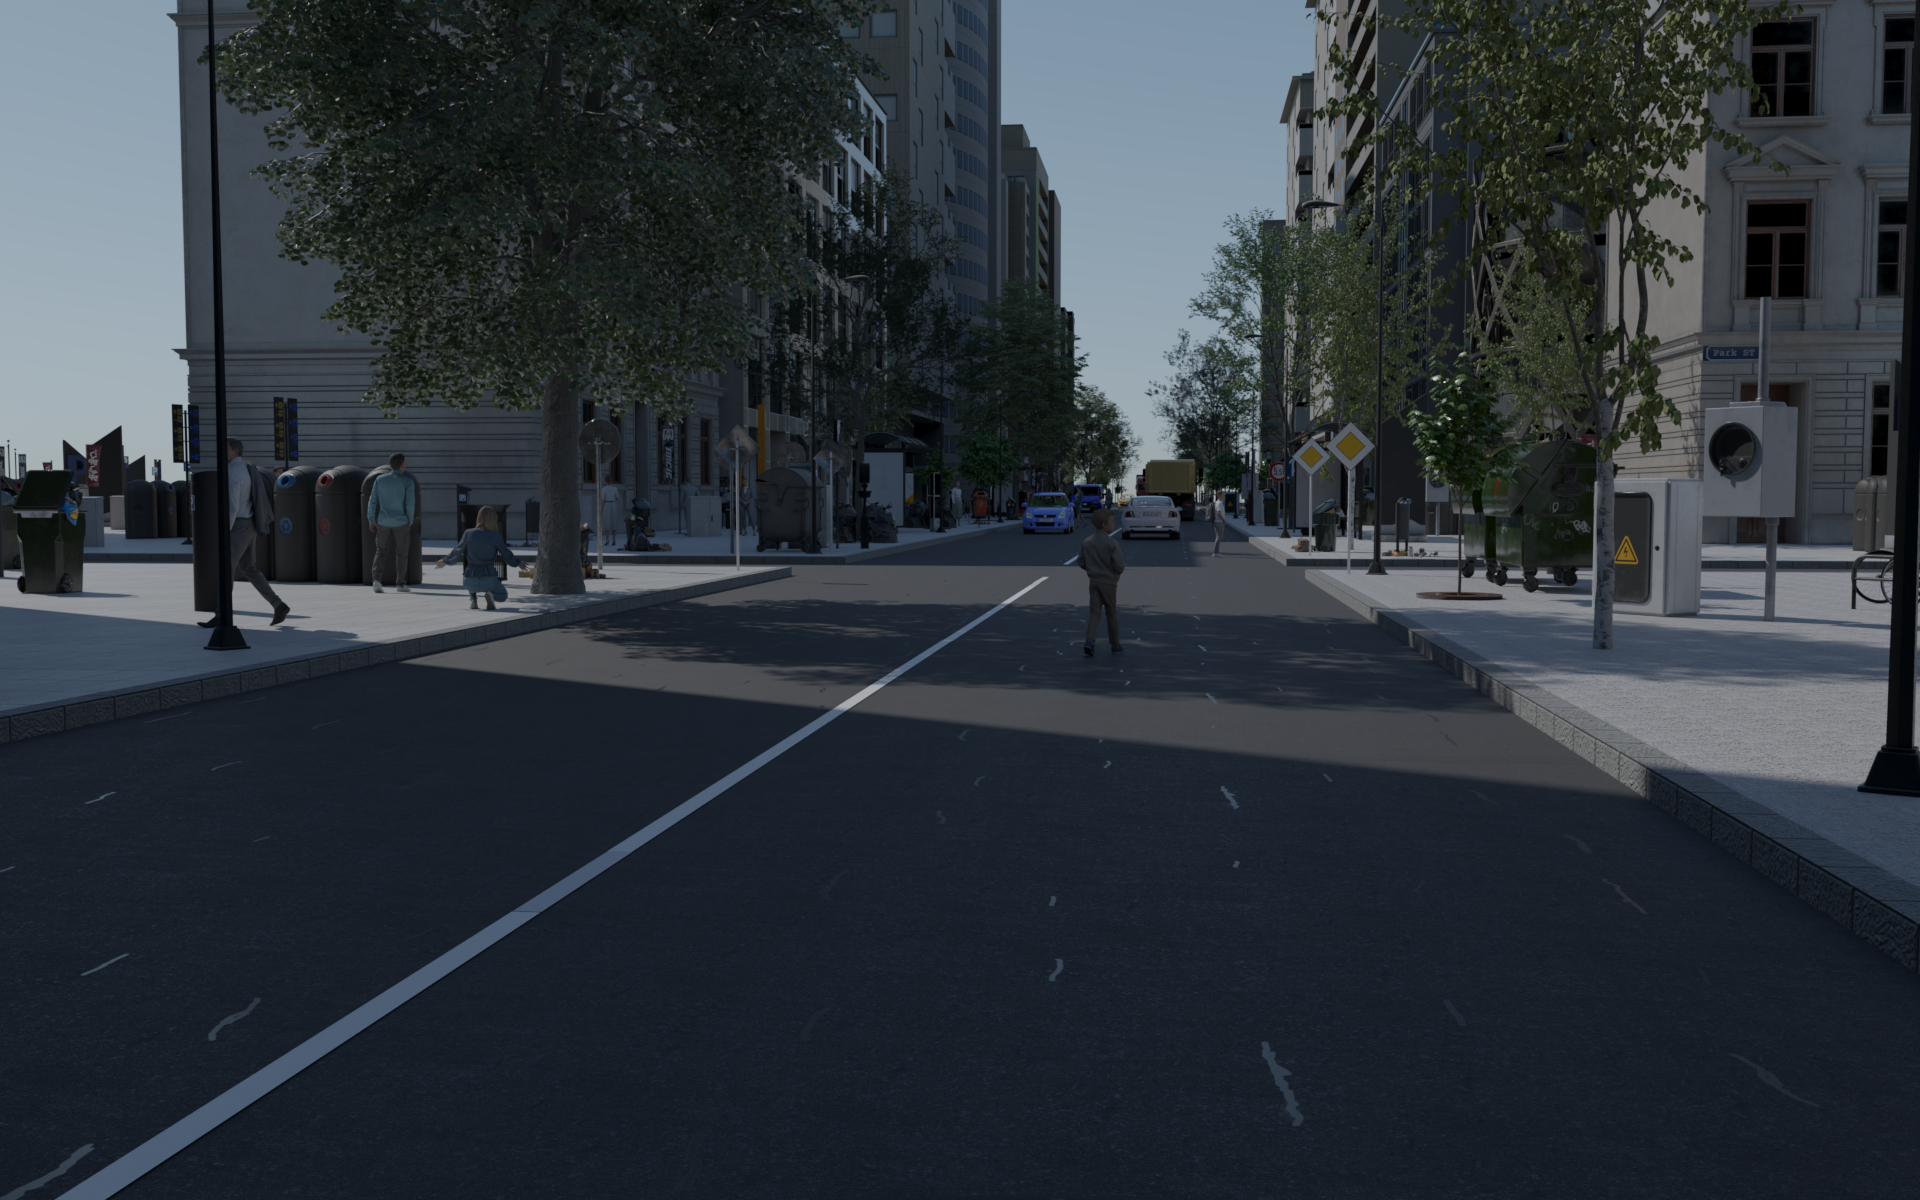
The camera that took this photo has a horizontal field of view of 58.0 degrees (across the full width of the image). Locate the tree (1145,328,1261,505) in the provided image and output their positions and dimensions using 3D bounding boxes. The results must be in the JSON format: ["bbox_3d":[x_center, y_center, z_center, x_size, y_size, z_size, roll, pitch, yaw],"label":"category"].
[{"bbox_3d":[27.521,-20.878,197.236,12.611,20.169,13.585,0,3,0],"label":"tree"}]

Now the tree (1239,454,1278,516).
[{"bbox_3d":[14.567,-5.381,82.574,1.663,3.219,1.824,0,3,0],"label":"tree"}]

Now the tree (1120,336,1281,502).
[{"bbox_3d":[19.986,-13.741,135.035,12.009,13.543,11.850,0,3,0],"label":"tree"}]

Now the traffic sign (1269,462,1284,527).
[{"bbox_3d":[12.597,-4.179,68.436,0.768,2.556,0.104,1,4,11],"label":"traffic sign"}]

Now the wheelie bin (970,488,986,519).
[{"bbox_3d":[0.964,-5.004,89.717,0.980,1.594,0.693,3,4,39],"label":"wheelie bin"}]

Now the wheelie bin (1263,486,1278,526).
[{"bbox_3d":[12.437,-3.753,69.269,0.693,1.594,0.980,0,4,6],"label":"wheelie bin"}]

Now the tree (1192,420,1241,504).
[{"bbox_3d":[23.633,-12.618,156.666,4.360,8.622,3.978,0,3,0],"label":"tree"}]

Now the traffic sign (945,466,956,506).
[{"bbox_3d":[-0.561,-4.835,79.157,0.768,2.556,0.104,1,4,13],"label":"traffic sign"}]

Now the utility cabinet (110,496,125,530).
[{"bbox_3d":[-29.917,-3.119,62.157,1.020,1.237,0.306,0,4,-4],"label":"utility cabinet"}]

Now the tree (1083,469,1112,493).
[{"bbox_3d":[15.033,-12.473,187.638,4.285,4.588,4.351,0,3,0],"label":"tree"}]

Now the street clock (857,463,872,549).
[{"bbox_3d":[-2.239,-2.207,40.661,0.358,2.002,0.471,0,4,-7],"label":"street clock"}]

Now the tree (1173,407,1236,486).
[{"bbox_3d":[34.315,-20.495,241.755,9.857,13.997,8.962,0,3,0],"label":"tree"}]

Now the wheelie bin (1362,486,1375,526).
[{"bbox_3d":[16.476,-3.809,70.178,0.693,1.594,0.980,-3,5,-45],"label":"wheelie bin"}]

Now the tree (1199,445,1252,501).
[{"bbox_3d":[17.841,-7.992,114.388,4.285,4.588,4.351,0,3,0],"label":"tree"}]

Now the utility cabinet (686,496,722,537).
[{"bbox_3d":[-7.678,-2.499,52.012,1.020,1.237,0.306,-2,4,-32],"label":"utility cabinet"}]

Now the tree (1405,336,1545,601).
[{"bbox_3d":[6.294,-1.630,21.254,1.663,3.219,1.824,0,3,0],"label":"tree"}]

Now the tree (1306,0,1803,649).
[{"bbox_3d":[5.105,-3.896,14.064,4.737,8.622,4.395,0,3,0],"label":"tree"}]

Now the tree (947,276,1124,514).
[{"bbox_3d":[3.331,-10.548,90.584,7.486,12.596,7.792,0,3,0],"label":"tree"}]

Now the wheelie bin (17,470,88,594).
[{"bbox_3d":[-11.840,-0.895,22.537,0.980,1.594,0.693,0,4,5],"label":"wheelie bin"}]

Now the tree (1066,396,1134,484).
[{"bbox_3d":[12.069,-13.916,161.946,8.767,10.594,7.601,0,4,4],"label":"tree"}]

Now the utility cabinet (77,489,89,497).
[{"bbox_3d":[-35.512,-3.782,70.514,1.173,1.500,0.318,-2,4,-27],"label":"utility cabinet"}]

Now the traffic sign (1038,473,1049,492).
[{"bbox_3d":[5.056,-6.476,105.980,0.768,2.556,0.104,1,4,11],"label":"traffic sign"}]

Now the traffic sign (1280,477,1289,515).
[{"bbox_3d":[14.545,-4.746,77.709,0.768,2.556,0.104,1,4,11],"label":"traffic sign"}]

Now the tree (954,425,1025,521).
[{"bbox_3d":[1.419,-6.044,82.526,4.285,4.588,4.351,0,3,0],"label":"tree"}]

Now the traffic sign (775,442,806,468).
[{"bbox_3d":[-4.127,-2.570,42.127,0.768,2.556,0.104,1,4,12],"label":"traffic sign"}]

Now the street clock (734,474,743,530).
[{"bbox_3d":[-7.835,-3.460,61.141,0.358,2.002,0.471,1,4,20],"label":"street clock"}]

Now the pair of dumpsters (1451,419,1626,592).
[{"bbox_3d":[8.082,-1.342,24.440,1.574,2.255,4.437,0,4,7],"label":"pair of dumpsters"}]

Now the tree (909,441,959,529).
[{"bbox_3d":[-0.737,-4.213,63.477,1.663,3.219,1.824,0,3,0],"label":"tree"}]

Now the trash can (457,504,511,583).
[{"bbox_3d":[-6.705,-0.782,24.435,0.748,1.137,0.748,0,3,0],"label":"trash can"}]

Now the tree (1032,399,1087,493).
[{"bbox_3d":[7.320,-10.861,127.939,4.360,8.622,3.978,0,3,0],"label":"tree"}]

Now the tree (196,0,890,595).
[{"bbox_3d":[-5.247,-7.060,22.089,9.857,13.997,8.962,0,3,0],"label":"tree"}]

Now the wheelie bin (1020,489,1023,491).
[{"bbox_3d":[3.916,-6.244,109.989,0.693,1.594,0.980,-1,4,-10],"label":"wheelie bin"}]

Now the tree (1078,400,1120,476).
[{"bbox_3d":[19.148,-19.234,224.845,12.009,13.543,11.850,0,3,0],"label":"tree"}]

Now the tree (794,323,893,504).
[{"bbox_3d":[-5.043,-7.551,73.818,4.360,8.622,3.978,0,3,0],"label":"tree"}]

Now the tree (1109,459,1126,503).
[{"bbox_3d":[23.336,-18.961,260.376,4.737,8.622,4.395,0,3,0],"label":"tree"}]

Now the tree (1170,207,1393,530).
[{"bbox_3d":[12.059,-8.386,62.864,9.928,11.665,9.643,0,3,0],"label":"tree"}]

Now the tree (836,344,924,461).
[{"bbox_3d":[-3.838,-8.044,81.886,4.737,8.622,4.395,0,3,0],"label":"tree"}]

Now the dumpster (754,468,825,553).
[{"bbox_3d":[-3.814,-2.012,38.659,1.264,1.857,1.865,0,4,7],"label":"dumpster"}]

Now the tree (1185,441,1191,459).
[{"bbox_3d":[30.769,-16.606,221.862,4.360,8.622,3.978,0,3,0],"label":"tree"}]

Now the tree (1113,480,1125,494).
[{"bbox_3d":[22.138,-15.151,242.312,1.663,3.219,1.824,0,3,0],"label":"tree"}]

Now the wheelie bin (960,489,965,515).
[{"bbox_3d":[-0.192,-5.820,103.073,0.980,1.594,0.693,-2,4,-33],"label":"wheelie bin"}]

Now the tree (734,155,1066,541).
[{"bbox_3d":[-2.485,-6.895,47.146,7.601,10.594,8.767,-1,4,-21],"label":"tree"}]

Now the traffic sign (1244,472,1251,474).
[{"bbox_3d":[16.306,-5.982,97.913,0.768,2.556,0.104,1,4,15],"label":"traffic sign"}]

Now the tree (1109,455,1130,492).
[{"bbox_3d":[22.774,-18.298,249.530,4.360,8.622,3.978,0,3,0],"label":"tree"}]

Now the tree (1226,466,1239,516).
[{"bbox_3d":[16.824,-6.618,102.808,1.663,3.219,1.824,0,3,0],"label":"tree"}]

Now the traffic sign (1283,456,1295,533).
[{"bbox_3d":[11.052,-3.493,57.210,0.768,2.556,0.104,1,4,15],"label":"traffic sign"}]

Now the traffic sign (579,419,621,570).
[{"bbox_3d":[-6.115,-1.789,29.358,0.768,2.556,0.104,1,4,13],"label":"traffic sign"}]

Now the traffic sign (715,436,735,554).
[{"bbox_3d":[-4.918,-2.276,37.312,0.768,2.556,0.104,1,4,13],"label":"traffic sign"}]
